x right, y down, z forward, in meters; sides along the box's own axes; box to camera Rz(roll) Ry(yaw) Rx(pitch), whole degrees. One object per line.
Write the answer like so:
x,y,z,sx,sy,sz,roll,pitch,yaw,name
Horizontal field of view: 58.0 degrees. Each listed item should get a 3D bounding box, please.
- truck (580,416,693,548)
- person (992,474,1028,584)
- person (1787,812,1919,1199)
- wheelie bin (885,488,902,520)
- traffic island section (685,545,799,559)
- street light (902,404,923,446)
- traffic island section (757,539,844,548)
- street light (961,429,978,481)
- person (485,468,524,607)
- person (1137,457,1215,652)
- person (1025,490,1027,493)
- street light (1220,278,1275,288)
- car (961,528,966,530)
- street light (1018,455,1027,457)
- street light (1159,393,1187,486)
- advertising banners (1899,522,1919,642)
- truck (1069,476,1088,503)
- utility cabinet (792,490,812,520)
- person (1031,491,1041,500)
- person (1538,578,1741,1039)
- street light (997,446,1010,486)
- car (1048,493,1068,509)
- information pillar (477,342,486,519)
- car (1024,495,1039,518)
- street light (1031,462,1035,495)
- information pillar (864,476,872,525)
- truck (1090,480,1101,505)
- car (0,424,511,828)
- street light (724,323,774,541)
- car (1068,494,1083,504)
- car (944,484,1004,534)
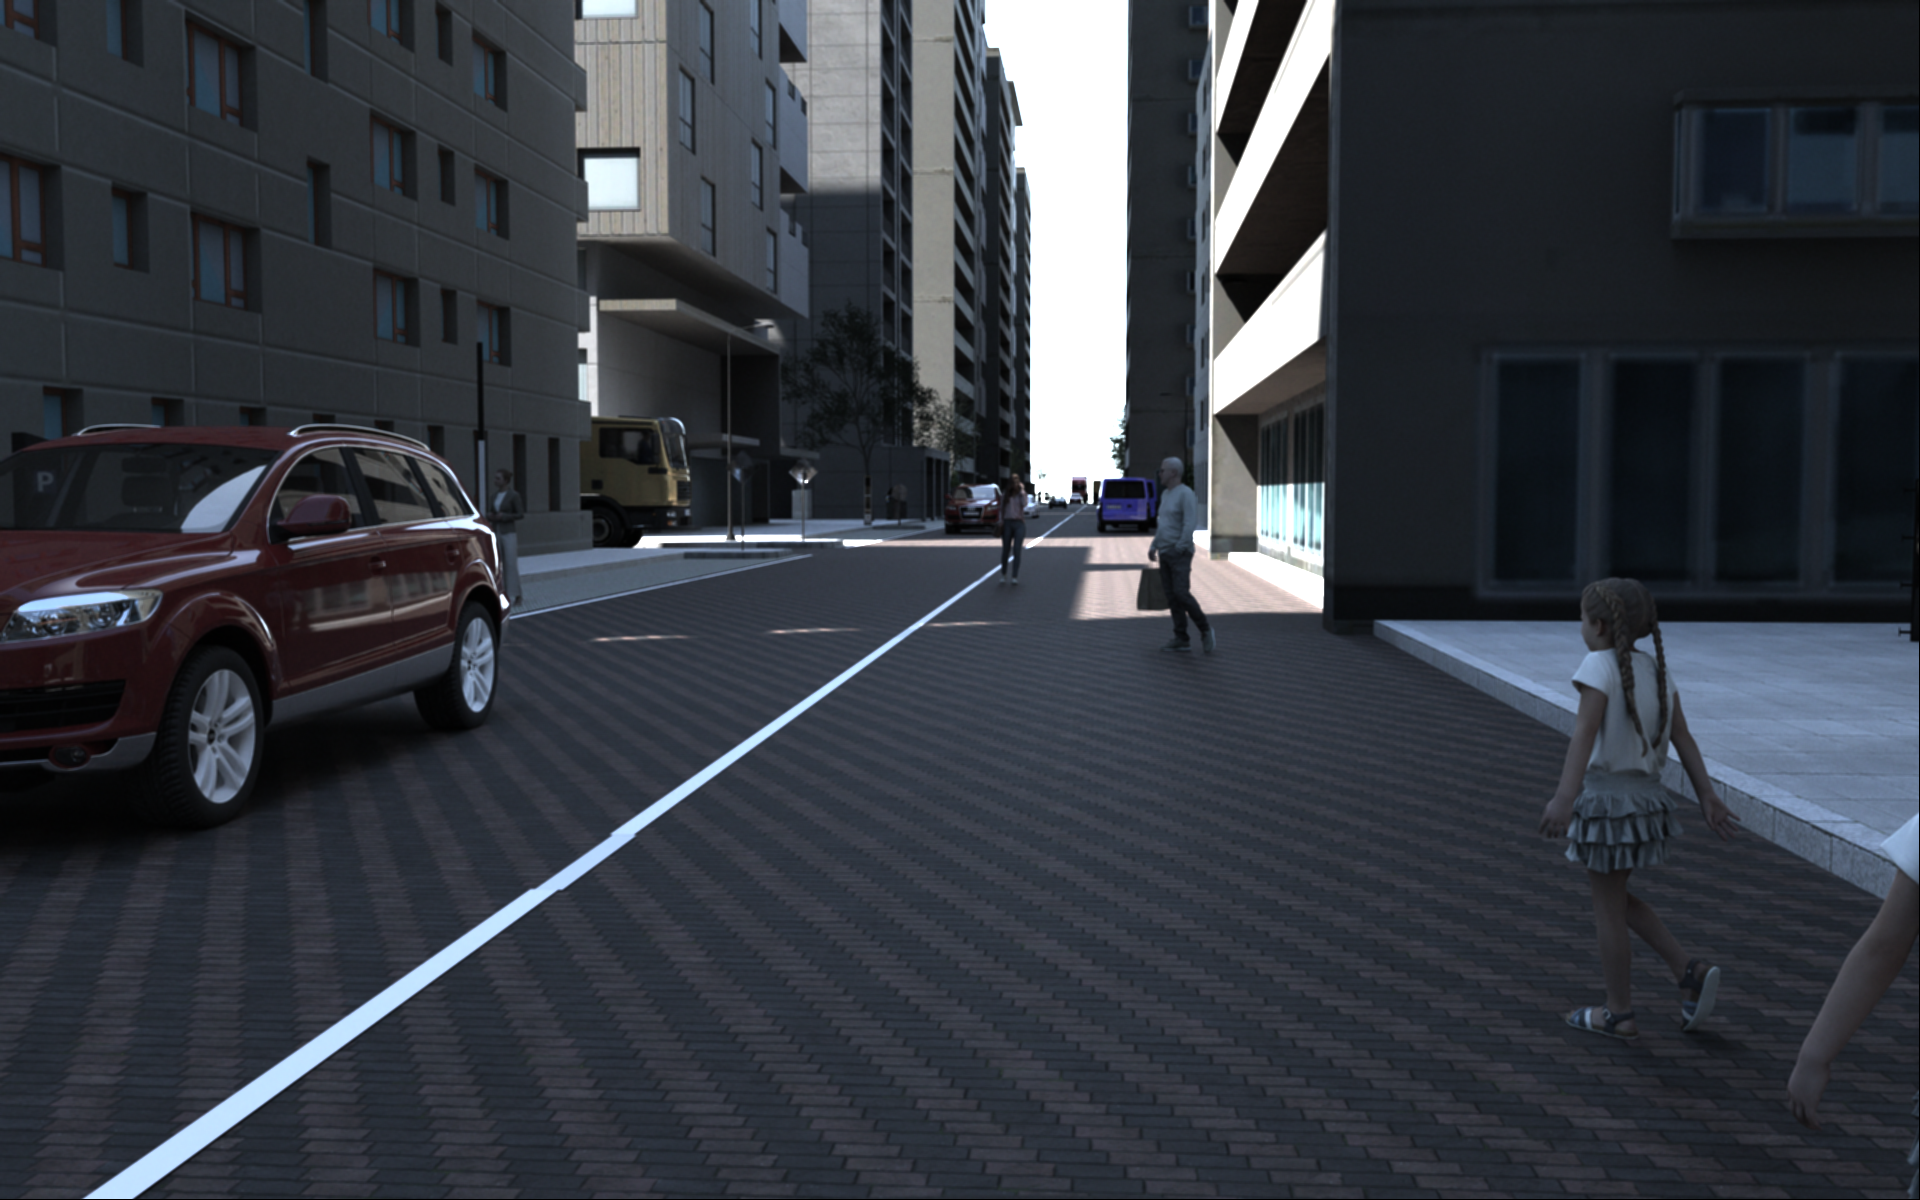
-10.914,-2.923,43.721,9.791,3.379,3.469,0,4,3,truck
0.816,-1.143,27.779,0.593,1.750,0.643,0,4,8,person
1.362,0.689,2.256,0.505,1.210,0.382,1,4,22,person
-3.239,-4.767,85.841,0.693,1.594,0.980,3,4,36,wheelie bin
-4.961,-1.047,39.407,2.009,0.180,2.903,0,4,5,traffic island section
-2.406,-7.138,89.252,1.470,5.913,1.316,0,4,5,street light
-4.307,-1.534,47.365,2.009,0.180,2.903,0,4,5,traffic island section
0.624,-9.275,124.193,1.470,5.913,1.316,0,4,5,street light
-5.822,-0.794,22.024,0.519,1.759,0.362,2,4,25,person
1.980,-0.424,15.924,0.515,1.767,0.782,-1,4,-22,person
6.710,-10.268,176.343,1.348,1.831,0.705,-3,4,-38,person
6.291,-3.963,37.334,1.470,5.913,1.316,0,4,5,street light
0.958,-3.725,71.131,2.015,1.641,3.980,0,4,3,car
7.316,-14.318,206.637,1.470,5.913,1.316,0,4,5,street light
9.809,-6.536,79.408,1.470,5.913,1.316,0,4,5,street light
9.123,-1.124,14.564,2.074,3.025,0.090,2,4,26,advertising banners
18.658,-17.238,270.759,2.839,4.237,11.283,0,4,5,truck
-7.876,-4.745,86.266,1.173,1.500,0.318,3,5,43,utility cabinet
8.512,-11.484,196.405,1.348,1.807,0.705,-2,4,-23,person
1.744,0.550,4.515,0.505,1.210,0.382,-3,4,-36,person
4.089,-11.822,165.829,1.470,5.913,1.316,0,4,5,street light
9.742,-9.932,172.182,2.009,1.686,4.222,0,4,5,car
-7.444,-2.178,26.960,0.183,3.616,0.504,-1,4,-14,information pillar
3.757,-5.606,104.015,2.083,1.381,4.827,0,4,5,car
10.765,-16.865,248.275,1.470,5.913,1.316,0,4,5,street light
-3.804,-4.086,71.305,0.304,2.012,0.304,-1,4,-9,information pillar
19.199,-14.548,233.782,3.469,3.379,9.791,0,4,5,truck
-4.055,-0.031,9.176,2.281,1.827,5.304,0,4,4,car
-5.753,-4.573,47.307,1.470,5.913,1.316,0,4,5,street light
15.982,-14.098,239.536,2.155,1.783,4.494,0,4,5,car
0.619,-3.380,63.939,2.281,1.827,5.304,0,4,5,car
